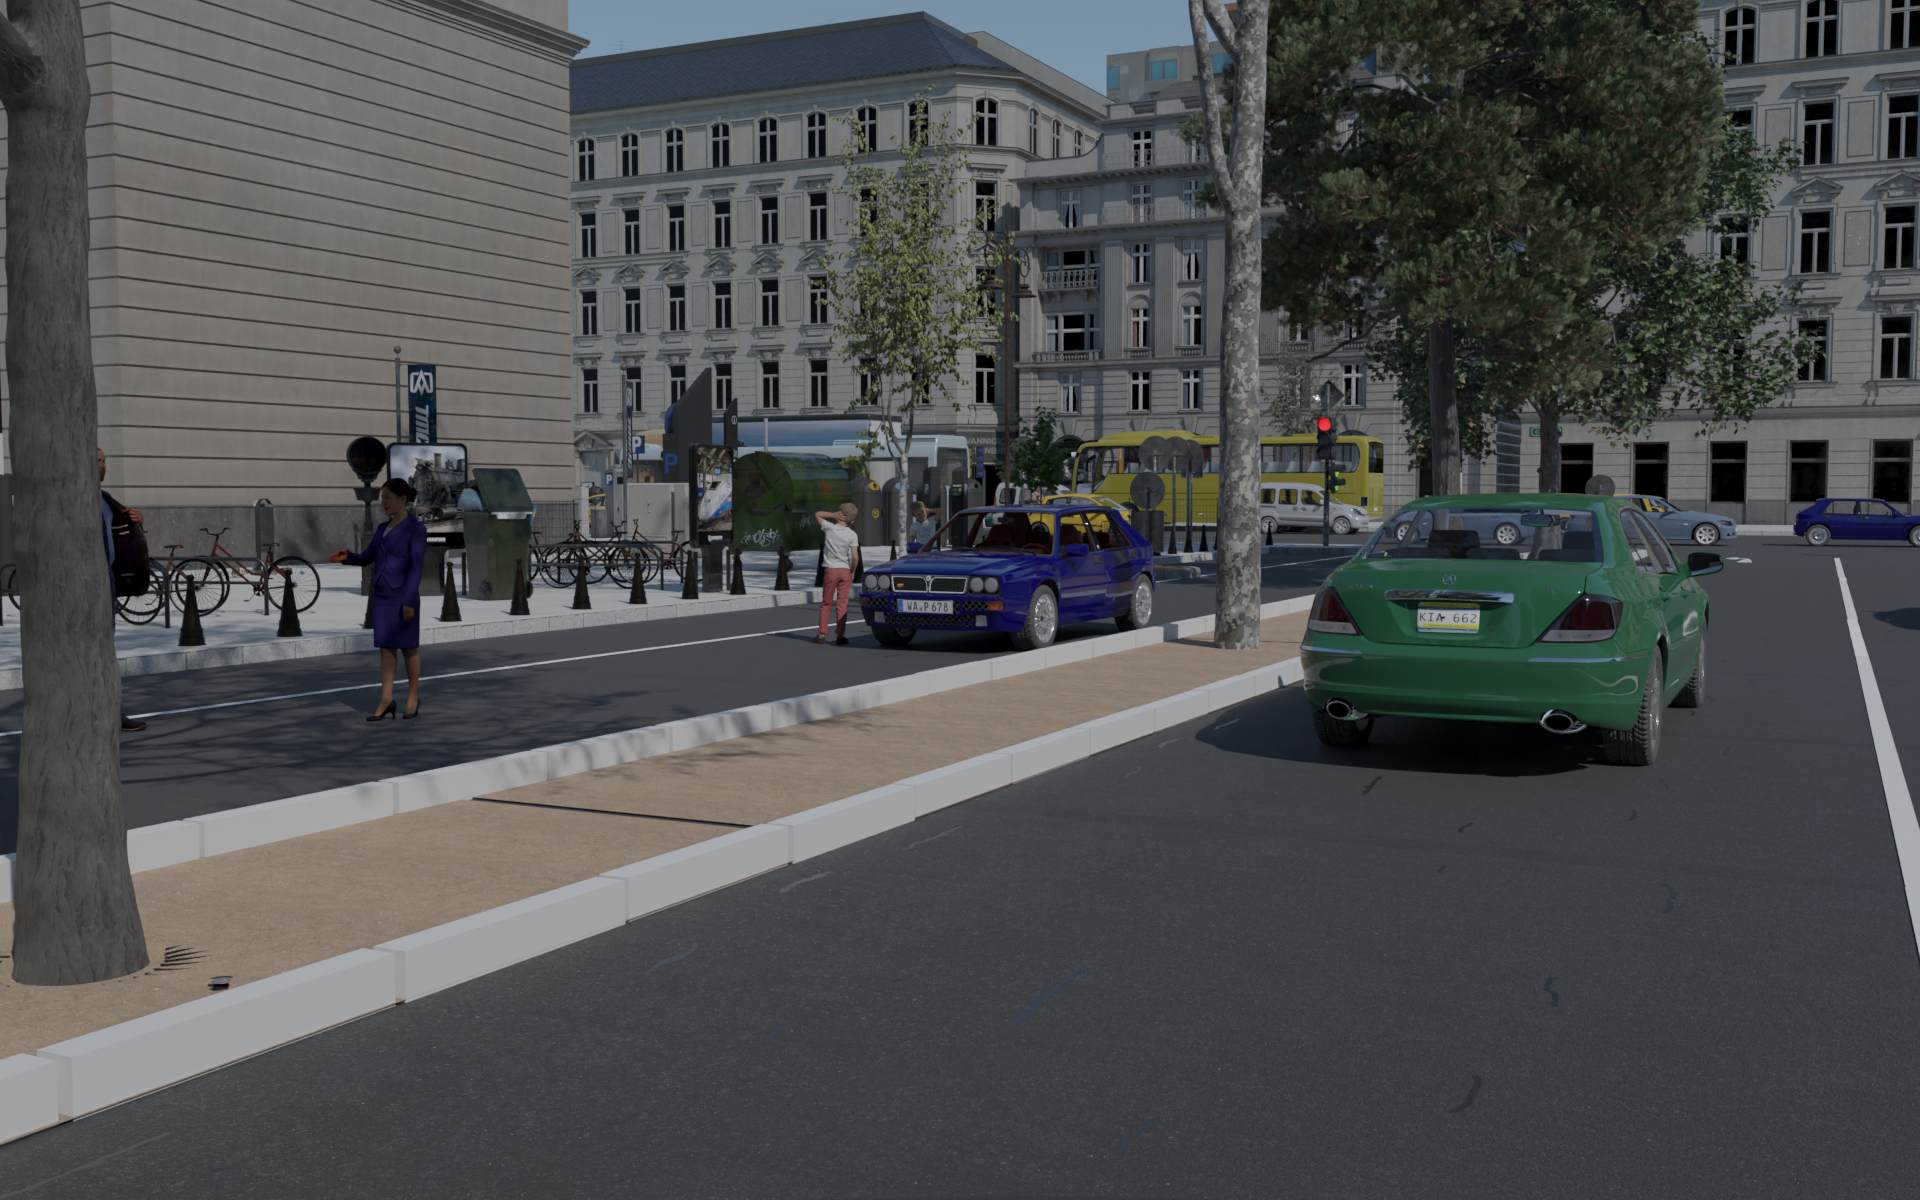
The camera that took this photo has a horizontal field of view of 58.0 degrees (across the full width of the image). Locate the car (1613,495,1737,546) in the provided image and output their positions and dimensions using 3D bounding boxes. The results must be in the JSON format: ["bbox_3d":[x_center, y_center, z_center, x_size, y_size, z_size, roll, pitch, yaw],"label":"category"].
[{"bbox_3d":[19.536,-2.262,48.988,4.499,1.417,2.014,2,4,26],"label":"car"}]

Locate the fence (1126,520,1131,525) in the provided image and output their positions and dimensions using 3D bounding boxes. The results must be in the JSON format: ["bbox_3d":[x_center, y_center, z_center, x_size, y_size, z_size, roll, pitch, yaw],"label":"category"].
[{"bbox_3d":[3.787,-1.471,39.431,0.278,0.683,2.069,3,5,40],"label":"fence"}]

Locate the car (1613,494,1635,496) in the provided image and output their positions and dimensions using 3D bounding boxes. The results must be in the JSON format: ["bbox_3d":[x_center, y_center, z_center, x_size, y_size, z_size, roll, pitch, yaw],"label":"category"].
[{"bbox_3d":[22.485,-3.068,60.389,3.980,1.641,2.015,2,4,28],"label":"car"}]

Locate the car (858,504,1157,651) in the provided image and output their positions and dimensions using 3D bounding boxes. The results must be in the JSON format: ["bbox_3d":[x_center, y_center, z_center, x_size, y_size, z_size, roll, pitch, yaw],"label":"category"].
[{"bbox_3d":[0.569,-0.282,17.193,1.945,1.354,3.894,2,4,27],"label":"car"}]

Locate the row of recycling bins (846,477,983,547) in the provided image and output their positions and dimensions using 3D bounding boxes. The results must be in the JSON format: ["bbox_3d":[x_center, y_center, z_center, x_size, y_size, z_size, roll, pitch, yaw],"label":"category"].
[{"bbox_3d":[-1.142,-2.188,42.887,3.534,1.692,1.069,-1,4,-21],"label":"row of recycling bins"}]

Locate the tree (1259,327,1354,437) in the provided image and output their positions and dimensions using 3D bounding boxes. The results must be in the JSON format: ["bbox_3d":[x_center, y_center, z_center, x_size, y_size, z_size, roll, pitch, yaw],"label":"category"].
[{"bbox_3d":[14.290,-7.479,72.638,4.360,8.622,3.978,0,3,0],"label":"tree"}]

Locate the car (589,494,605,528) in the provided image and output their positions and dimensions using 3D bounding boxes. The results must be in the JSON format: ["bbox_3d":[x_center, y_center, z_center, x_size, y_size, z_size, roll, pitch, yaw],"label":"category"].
[{"bbox_3d":[-14.976,-3.822,72.713,3.980,1.641,2.015,2,4,26],"label":"car"}]

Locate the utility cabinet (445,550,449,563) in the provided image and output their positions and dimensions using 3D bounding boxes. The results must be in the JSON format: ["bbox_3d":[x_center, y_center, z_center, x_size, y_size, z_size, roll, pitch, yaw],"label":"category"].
[{"bbox_3d":[-9.824,-1.302,32.447,0.306,1.237,1.020,-2,4,-28],"label":"utility cabinet"}]

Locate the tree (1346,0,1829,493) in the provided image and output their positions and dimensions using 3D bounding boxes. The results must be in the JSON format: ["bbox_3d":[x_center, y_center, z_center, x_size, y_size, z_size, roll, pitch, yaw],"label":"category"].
[{"bbox_3d":[11.490,-6.974,33.489,9.611,12.733,9.660,0,3,0],"label":"tree"}]

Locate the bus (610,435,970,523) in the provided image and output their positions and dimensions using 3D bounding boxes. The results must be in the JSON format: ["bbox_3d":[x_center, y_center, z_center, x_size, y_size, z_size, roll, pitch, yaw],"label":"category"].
[{"bbox_3d":[-6.207,-3.830,57.484,13.247,3.499,2.948,2,4,25],"label":"bus"}]

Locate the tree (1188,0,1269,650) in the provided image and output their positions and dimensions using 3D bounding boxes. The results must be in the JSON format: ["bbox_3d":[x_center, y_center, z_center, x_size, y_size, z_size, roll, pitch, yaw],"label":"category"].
[{"bbox_3d":[1.858,-9.687,16.731,12.611,20.169,13.585,0,3,0],"label":"tree"}]

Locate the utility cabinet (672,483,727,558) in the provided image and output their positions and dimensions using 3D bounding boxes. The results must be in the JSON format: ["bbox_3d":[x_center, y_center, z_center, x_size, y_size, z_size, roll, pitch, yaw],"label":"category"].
[{"bbox_3d":[-5.206,-1.603,34.888,0.318,1.500,1.173,3,4,37],"label":"utility cabinet"}]

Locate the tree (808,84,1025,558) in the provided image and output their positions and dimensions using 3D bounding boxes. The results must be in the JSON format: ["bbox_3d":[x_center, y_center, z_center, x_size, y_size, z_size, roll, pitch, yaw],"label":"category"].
[{"bbox_3d":[-0.969,-5.006,32.208,4.737,8.622,4.395,0,3,0],"label":"tree"}]

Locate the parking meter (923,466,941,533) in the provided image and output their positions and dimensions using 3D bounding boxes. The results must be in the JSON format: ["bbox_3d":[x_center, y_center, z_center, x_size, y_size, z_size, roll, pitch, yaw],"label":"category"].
[{"bbox_3d":[-0.597,-1.897,36.734,0.255,1.863,0.399,-2,4,-27],"label":"parking meter"}]

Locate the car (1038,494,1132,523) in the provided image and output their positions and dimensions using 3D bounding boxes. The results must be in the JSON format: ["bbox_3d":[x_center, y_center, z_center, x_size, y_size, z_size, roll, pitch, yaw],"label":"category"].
[{"bbox_3d":[3.972,-2.540,51.746,3.980,1.641,2.015,2,4,28],"label":"car"}]

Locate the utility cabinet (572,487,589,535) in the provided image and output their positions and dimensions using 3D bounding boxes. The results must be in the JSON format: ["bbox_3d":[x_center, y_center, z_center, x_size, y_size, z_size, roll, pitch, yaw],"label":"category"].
[{"bbox_3d":[-11.955,-2.743,53.528,1.173,1.500,0.318,3,4,38],"label":"utility cabinet"}]

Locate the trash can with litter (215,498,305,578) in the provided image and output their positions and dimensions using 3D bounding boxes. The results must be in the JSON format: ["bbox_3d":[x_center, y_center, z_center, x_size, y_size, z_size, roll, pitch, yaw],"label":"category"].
[{"bbox_3d":[-11.316,-1.008,27.532,1.678,1.210,2.233,0,4,0],"label":"trash can with litter"}]

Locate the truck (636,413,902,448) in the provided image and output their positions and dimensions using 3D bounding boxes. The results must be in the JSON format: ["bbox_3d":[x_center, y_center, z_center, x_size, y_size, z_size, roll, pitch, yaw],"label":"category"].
[{"bbox_3d":[-7.617,-4.573,63.685,11.283,4.237,2.839,2,4,27],"label":"truck"}]

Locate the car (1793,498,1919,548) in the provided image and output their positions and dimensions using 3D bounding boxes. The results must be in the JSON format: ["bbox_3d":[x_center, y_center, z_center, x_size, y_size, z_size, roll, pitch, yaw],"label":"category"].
[{"bbox_3d":[24.953,-2.131,47.417,3.894,1.354,1.945,2,4,26],"label":"car"}]

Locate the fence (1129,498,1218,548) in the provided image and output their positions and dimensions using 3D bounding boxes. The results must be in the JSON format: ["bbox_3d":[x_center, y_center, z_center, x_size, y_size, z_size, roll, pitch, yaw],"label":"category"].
[{"bbox_3d":[5.110,-1.856,41.542,2.264,1.192,0.480,0,4,4],"label":"fence"}]

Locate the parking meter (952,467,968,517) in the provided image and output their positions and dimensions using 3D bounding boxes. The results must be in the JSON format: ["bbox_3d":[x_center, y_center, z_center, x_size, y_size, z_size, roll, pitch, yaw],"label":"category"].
[{"bbox_3d":[0.000,-1.905,36.851,0.255,1.863,0.399,1,4,19],"label":"parking meter"}]

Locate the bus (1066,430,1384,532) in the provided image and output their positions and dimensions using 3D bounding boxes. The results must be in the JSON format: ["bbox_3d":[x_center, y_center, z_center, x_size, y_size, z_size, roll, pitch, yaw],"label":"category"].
[{"bbox_3d":[9.947,-4.605,66.837,12.252,3.916,2.896,2,4,27],"label":"bus"}]

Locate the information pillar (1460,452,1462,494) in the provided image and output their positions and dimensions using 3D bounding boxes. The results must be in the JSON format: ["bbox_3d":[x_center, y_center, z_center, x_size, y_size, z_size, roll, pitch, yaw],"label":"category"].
[{"bbox_3d":[19.350,-4.654,67.447,0.504,3.616,0.183,-2,4,-35],"label":"information pillar"}]

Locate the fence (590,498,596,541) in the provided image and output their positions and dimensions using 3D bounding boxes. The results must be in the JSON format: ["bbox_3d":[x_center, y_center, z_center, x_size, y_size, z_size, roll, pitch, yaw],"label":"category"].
[{"bbox_3d":[-9.884,-2.003,43.951,2.264,1.192,0.480,3,5,42],"label":"fence"}]

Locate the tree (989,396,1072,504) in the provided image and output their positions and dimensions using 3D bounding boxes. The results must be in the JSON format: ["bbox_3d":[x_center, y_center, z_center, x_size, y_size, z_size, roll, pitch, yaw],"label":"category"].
[{"bbox_3d":[1.647,-2.444,34.561,1.663,3.219,1.824,0,3,0],"label":"tree"}]

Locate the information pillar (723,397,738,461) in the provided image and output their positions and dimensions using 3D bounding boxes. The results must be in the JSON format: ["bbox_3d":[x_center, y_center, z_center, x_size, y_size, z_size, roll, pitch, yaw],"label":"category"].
[{"bbox_3d":[-5.515,-3.085,41.790,0.183,3.616,0.504,2,4,28],"label":"information pillar"}]

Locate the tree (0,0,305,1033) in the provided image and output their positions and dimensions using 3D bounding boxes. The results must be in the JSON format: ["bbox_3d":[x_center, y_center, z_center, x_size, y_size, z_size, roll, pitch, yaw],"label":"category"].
[{"bbox_3d":[-2.669,-5.615,4.628,12.009,13.543,11.850,0,3,0],"label":"tree"}]

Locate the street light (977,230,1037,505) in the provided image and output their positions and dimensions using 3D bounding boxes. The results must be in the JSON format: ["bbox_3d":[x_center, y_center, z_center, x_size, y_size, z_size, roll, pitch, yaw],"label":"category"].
[{"bbox_3d":[0.833,-3.528,30.473,0.468,5.910,1.993,2,4,26],"label":"street light"}]

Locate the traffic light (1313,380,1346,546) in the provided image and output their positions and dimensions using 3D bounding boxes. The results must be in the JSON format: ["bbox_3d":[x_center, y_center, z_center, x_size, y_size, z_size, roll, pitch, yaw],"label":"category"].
[{"bbox_3d":[9.030,-3.280,42.542,0.839,4.253,0.868,2,4,26],"label":"traffic light"}]

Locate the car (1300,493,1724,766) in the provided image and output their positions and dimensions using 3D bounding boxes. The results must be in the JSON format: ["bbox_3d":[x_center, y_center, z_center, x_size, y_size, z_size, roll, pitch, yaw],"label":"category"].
[{"bbox_3d":[3.543,0.062,10.788,2.131,1.459,4.920,2,4,28],"label":"car"}]

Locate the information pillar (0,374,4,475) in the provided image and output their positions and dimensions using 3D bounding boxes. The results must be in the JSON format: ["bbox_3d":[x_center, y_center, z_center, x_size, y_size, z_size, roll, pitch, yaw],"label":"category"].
[{"bbox_3d":[-13.291,-1.978,23.688,0.504,3.616,0.183,1,4,18],"label":"information pillar"}]

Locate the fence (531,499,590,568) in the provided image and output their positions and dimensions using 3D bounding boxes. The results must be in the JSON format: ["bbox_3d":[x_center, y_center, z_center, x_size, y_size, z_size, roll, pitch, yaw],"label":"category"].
[{"bbox_3d":[-7.621,-1.180,30.494,2.264,1.192,0.480,2,4,27],"label":"fence"}]

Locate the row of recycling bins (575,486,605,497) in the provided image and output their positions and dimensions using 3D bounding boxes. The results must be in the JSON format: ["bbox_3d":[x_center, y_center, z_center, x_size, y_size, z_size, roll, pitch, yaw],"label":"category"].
[{"bbox_3d":[-19.522,-4.871,86.749,3.534,1.692,1.069,-3,4,-37],"label":"row of recycling bins"}]

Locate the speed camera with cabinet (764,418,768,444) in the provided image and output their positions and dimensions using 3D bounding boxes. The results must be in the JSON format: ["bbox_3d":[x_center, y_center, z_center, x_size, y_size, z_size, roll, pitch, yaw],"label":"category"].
[{"bbox_3d":[-5.705,-3.141,45.684,2.038,3.252,0.660,3,5,43],"label":"speed camera with cabinet"}]

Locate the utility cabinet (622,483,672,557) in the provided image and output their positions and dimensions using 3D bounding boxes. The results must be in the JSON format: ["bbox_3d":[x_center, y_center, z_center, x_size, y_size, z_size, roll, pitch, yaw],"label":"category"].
[{"bbox_3d":[-6.273,-1.610,34.998,1.173,1.500,0.318,2,4,26],"label":"utility cabinet"}]

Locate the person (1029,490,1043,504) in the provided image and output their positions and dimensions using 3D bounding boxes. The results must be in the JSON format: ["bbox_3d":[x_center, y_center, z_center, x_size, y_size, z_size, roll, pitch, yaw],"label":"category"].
[{"bbox_3d":[2.505,-2.850,55.451,0.532,1.782,0.716,3,5,41],"label":"person"}]

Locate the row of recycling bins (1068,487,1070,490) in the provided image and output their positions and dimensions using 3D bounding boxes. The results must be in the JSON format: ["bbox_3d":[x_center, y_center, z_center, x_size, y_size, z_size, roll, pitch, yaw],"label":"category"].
[{"bbox_3d":[7.653,-6.519,113.695,3.534,1.692,1.069,3,4,37],"label":"row of recycling bins"}]

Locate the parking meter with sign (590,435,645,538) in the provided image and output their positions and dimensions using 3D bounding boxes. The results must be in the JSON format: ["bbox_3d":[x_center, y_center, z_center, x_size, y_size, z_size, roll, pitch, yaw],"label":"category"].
[{"bbox_3d":[-10.045,-3.331,50.717,0.543,3.016,1.738,3,4,36],"label":"parking meter with sign"}]

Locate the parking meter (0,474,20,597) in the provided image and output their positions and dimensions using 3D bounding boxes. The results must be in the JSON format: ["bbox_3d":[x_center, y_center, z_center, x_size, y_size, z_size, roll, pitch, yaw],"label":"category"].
[{"bbox_3d":[-12.011,-0.819,21.806,0.372,1.533,0.369,0,3,0],"label":"parking meter"}]

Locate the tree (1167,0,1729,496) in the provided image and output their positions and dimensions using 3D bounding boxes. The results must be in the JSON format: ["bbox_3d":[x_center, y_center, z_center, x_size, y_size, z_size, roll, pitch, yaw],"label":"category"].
[{"bbox_3d":[7.232,-7.087,25.747,7.806,13.903,7.818,0,3,0],"label":"tree"}]
